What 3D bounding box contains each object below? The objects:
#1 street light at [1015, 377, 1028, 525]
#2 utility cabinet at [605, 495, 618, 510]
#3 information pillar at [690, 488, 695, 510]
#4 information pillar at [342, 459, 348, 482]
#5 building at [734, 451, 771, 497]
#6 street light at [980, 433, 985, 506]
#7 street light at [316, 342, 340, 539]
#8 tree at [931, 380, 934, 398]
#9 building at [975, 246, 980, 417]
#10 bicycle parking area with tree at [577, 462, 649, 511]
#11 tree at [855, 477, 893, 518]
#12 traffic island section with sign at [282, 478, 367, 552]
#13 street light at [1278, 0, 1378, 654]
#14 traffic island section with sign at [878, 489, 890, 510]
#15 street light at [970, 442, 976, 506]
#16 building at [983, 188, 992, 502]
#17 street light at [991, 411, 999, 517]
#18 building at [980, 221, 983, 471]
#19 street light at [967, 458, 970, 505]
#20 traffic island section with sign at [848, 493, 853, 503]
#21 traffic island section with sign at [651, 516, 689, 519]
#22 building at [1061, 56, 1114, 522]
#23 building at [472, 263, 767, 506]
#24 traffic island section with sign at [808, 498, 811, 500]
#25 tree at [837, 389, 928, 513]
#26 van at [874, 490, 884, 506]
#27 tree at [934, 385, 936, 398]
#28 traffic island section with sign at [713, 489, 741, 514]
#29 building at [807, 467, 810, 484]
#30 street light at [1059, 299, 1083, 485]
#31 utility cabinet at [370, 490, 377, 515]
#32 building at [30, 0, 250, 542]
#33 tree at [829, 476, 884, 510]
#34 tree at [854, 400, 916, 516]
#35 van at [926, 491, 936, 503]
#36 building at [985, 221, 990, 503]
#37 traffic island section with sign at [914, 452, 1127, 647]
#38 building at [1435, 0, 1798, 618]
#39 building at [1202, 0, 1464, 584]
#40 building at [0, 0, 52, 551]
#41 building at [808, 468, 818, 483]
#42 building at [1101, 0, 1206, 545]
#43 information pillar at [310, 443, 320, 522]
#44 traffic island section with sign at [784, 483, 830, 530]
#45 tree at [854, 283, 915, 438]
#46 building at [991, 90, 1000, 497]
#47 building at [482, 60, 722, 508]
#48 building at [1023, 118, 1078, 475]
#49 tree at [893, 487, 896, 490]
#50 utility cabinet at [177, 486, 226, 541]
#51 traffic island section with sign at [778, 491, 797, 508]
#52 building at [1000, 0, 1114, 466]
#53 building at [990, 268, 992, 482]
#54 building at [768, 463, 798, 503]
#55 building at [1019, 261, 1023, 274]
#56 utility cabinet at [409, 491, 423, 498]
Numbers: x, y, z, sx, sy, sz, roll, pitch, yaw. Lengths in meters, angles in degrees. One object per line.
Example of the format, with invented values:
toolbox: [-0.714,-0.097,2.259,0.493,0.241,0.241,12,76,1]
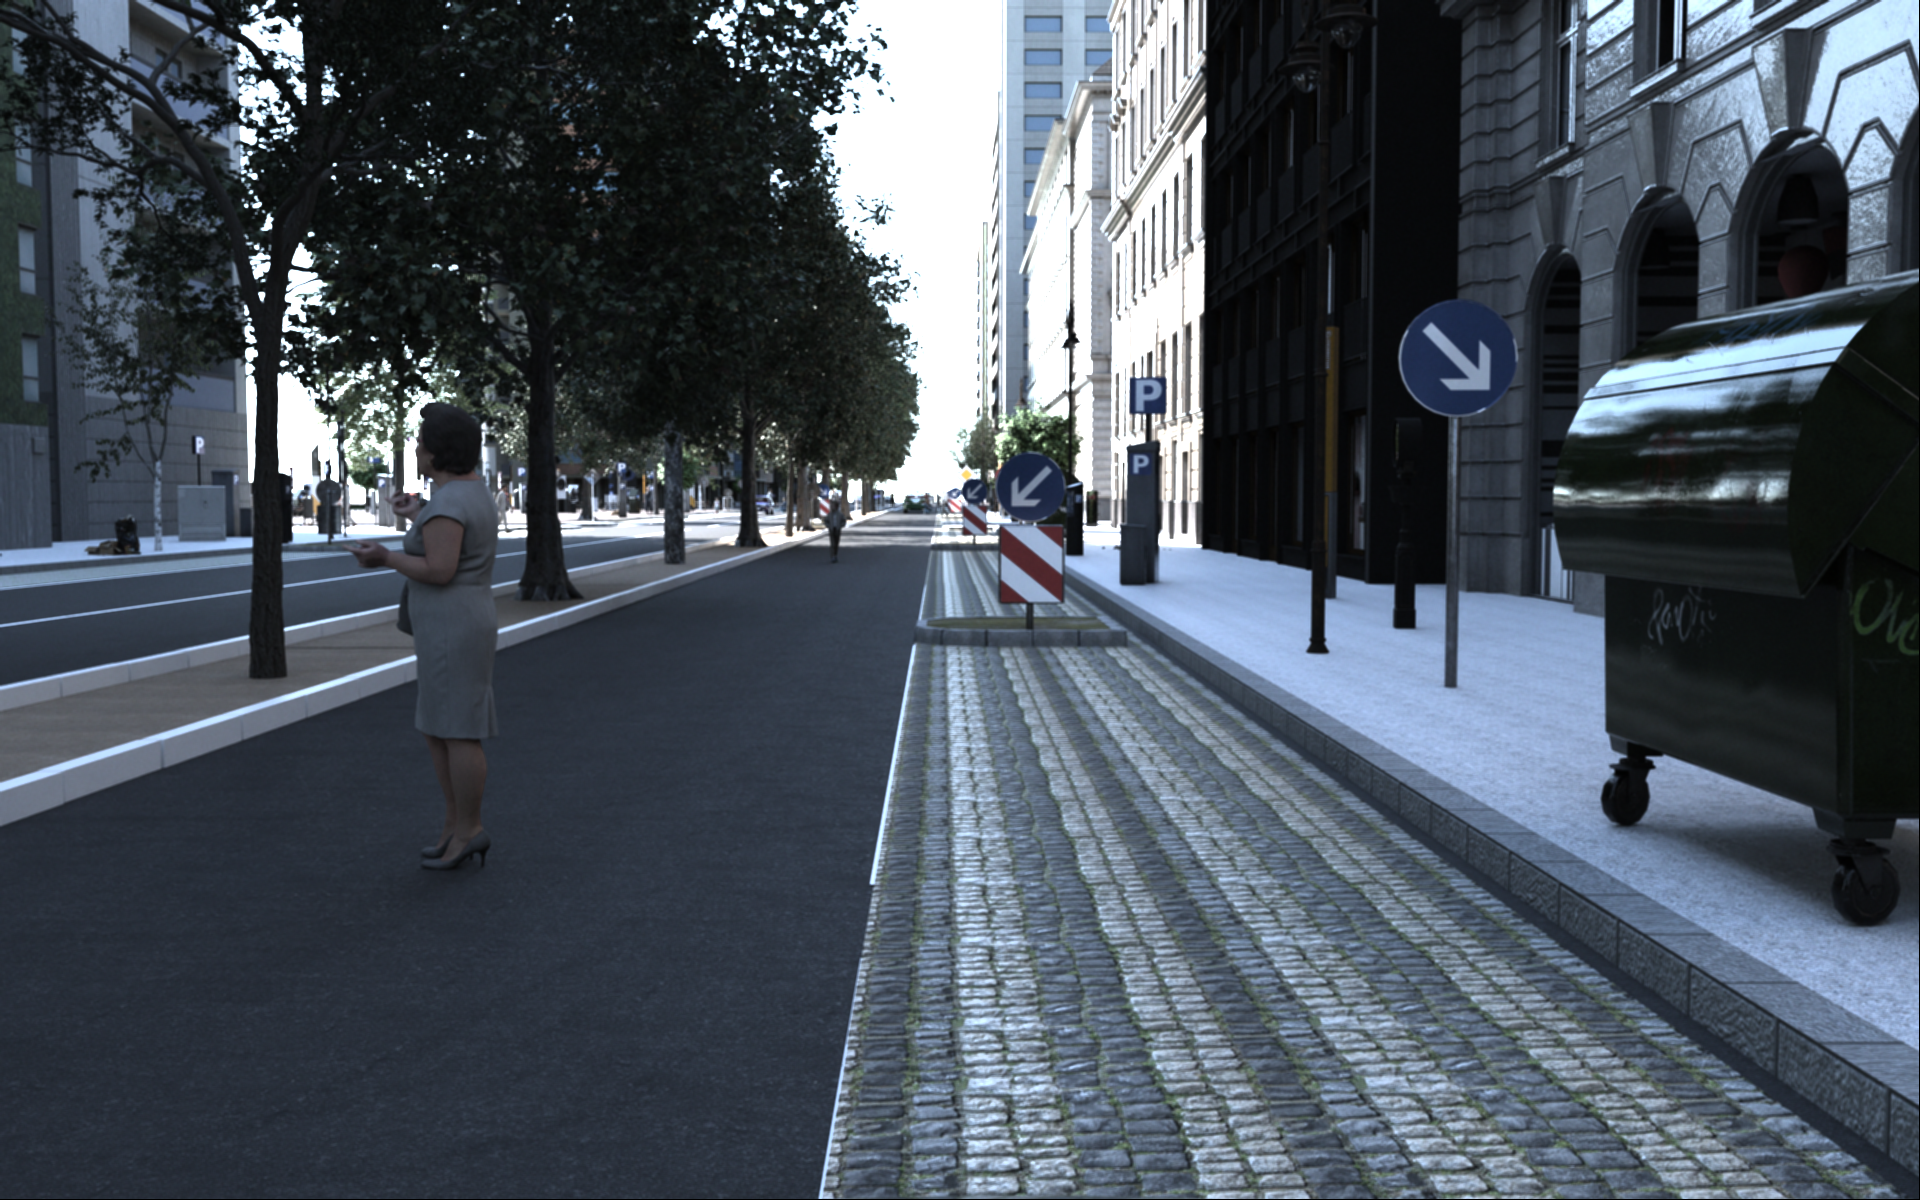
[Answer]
street light: [2.420,-5.863,68.648,0.468,5.910,1.993,0,4,-1]
utility cabinet: [-27.967,-7.820,139.012,1.020,1.237,0.306,1,4,16]
information pillar: [-21.368,-8.958,137.809,0.504,3.616,0.183,0,4,2]
information pillar: [-37.823,-7.047,106.573,0.183,3.616,0.504,1,4,12]
building: [-30.802,-34.356,211.834,14.600,45.320,14.200,0,4,-1]
street light: [1.643,-9.236,123.796,0.468,5.910,1.993,0,4,-1]
street light: [-18.039,-4.692,49.503,0.468,5.910,1.993,0,4,-1]
tree: [-5.951,-8.911,65.153,9.611,12.733,9.660,0,3,0]
building: [13.711,-39.279,296.838,22.147,44.769,28.867,0,4,-1]
bicycle parking area with tree: [-27.979,-8.892,132.378,9.016,4.147,8.231,1,4,21]
tree: [-6.246,-9.279,104.535,4.360,8.622,3.978,0,3,0]
traffic island section with sign: [-15.959,-2.126,43.392,1.989,1.847,2.006,0,4,-1]
street light: [2.893,-2.510,13.832,0.468,5.910,1.993,0,4,-1]
traffic island section with sign: [-6.877,-8.788,151.813,2.006,1.907,1.989,0,4,-1]
street light: [1.366,-10.912,151.203,0.468,5.910,1.993,0,4,-1]
building: [11.095,-36.465,246.305,14.600,45.320,14.200,0,4,-1]
street light: [1.960,-7.548,96.203,0.468,5.910,1.993,0,4,-1]
building: [10.240,-38.232,275.210,14.600,45.320,14.200,0,4,-1]
street light: [1.052,-12.209,172.410,0.468,5.910,1.993,0,4,-1]
traffic island section with sign: [-18.671,-16.993,286.457,1.989,1.847,2.006,0,4,-1]
traffic island section with sign: [-16.586,-5.543,99.250,1.989,1.847,2.006,0,4,-1]
building: [15.269,-15.670,85.077,19.941,23.489,11.050,0,4,-1]
building: [-38.319,-30.640,192.844,32.217,40.220,23.993,0,4,-1]
traffic island section with sign: [-17.741,-11.908,203.327,1.989,1.847,2.006,0,4,-1]
tree: [-7.037,-13.994,137.911,9.857,13.997,8.962,0,3,0]
van: [-9.716,-11.856,198.225,2.240,2.365,5.245,0,4,0]
tree: [-6.125,-10.551,91.976,9.611,12.733,9.660,0,3,0]
traffic island section with sign: [-16.885,-7.193,126.231,1.989,1.847,2.006,0,4,-1]
building: [-38.158,-25.803,266.915,27.650,21.520,28.899,0,4,-1]
street light: [2.628,-4.187,41.241,0.468,5.910,1.993,0,4,-1]
utility cabinet: [-36.224,-6.015,107.027,0.318,1.500,1.173,-1,4,-14]
building: [-38.255,-31.251,52.954,28.212,58.520,21.231,0,4,-1]
tree: [-6.692,-10.200,119.588,4.737,8.622,4.395,0,3,0]
tree: [-6.349,-11.235,111.909,9.928,11.665,9.643,0,3,0]
van: [-4.711,-16.041,269.285,2.013,2.044,4.112,0,4,-1]
building: [10.677,-35.287,260.542,14.154,41.232,14.086,0,4,-1]
traffic island section with sign: [0.551,-0.517,17.075,1.989,1.847,2.006,0,4,-1]
building: [12.607,-10.358,11.151,13.314,21.916,24.055,0,4,-1]
building: [11.880,-12.368,31.900,12.332,23.373,15.834,0,4,-1]
building: [-28.726,-21.394,33.393,14.154,41.232,14.086,0,4,-1]
building: [-34.590,-39.202,295.577,22.147,44.769,28.867,0,4,-1]
building: [11.432,-15.593,52.207,12.463,27.353,25.104,0,4,-1]
information pillar: [-29.515,-5.382,79.349,0.504,3.616,0.183,2,4,27]
traffic island section with sign: [-5.958,-3.739,69.272,2.006,1.907,1.989,0,4,-1]
tree: [-5.664,-7.319,56.531,8.767,10.594,7.601,0,4,-1]
building: [14.585,-35.226,199.642,21.300,48.544,21.600,0,4,-1]
building: [-33.518,-31.300,166.376,22.147,44.769,28.867,0,4,-1]
building: [12.791,-16.639,105.326,16.112,22.955,30.059,0,4,-1]
tree: [-6.976,-11.774,145.331,4.360,8.622,3.978,0,3,0]
utility cabinet: [-20.566,-2.343,46.987,1.173,1.500,0.318,-1,4,-22]
traffic island section with sign: [-17.446,-10.260,176.373,1.989,1.847,2.006,0,4,-1]
building: [14.516,-38.684,174.476,21.231,58.520,28.212,0,4,-1]
building: [10.789,-27.303,218.107,14.160,30.474,14.107,0,4,-1]
building: [-30.278,-28.964,245.265,14.160,30.474,14.107,0,4,-1]
building: [13.355,-18.579,137.055,16.112,22.955,30.059,0,4,-1]
utility cabinet: [-46.161,-8.455,146.920,1.173,1.500,0.318,-1,4,-22]
